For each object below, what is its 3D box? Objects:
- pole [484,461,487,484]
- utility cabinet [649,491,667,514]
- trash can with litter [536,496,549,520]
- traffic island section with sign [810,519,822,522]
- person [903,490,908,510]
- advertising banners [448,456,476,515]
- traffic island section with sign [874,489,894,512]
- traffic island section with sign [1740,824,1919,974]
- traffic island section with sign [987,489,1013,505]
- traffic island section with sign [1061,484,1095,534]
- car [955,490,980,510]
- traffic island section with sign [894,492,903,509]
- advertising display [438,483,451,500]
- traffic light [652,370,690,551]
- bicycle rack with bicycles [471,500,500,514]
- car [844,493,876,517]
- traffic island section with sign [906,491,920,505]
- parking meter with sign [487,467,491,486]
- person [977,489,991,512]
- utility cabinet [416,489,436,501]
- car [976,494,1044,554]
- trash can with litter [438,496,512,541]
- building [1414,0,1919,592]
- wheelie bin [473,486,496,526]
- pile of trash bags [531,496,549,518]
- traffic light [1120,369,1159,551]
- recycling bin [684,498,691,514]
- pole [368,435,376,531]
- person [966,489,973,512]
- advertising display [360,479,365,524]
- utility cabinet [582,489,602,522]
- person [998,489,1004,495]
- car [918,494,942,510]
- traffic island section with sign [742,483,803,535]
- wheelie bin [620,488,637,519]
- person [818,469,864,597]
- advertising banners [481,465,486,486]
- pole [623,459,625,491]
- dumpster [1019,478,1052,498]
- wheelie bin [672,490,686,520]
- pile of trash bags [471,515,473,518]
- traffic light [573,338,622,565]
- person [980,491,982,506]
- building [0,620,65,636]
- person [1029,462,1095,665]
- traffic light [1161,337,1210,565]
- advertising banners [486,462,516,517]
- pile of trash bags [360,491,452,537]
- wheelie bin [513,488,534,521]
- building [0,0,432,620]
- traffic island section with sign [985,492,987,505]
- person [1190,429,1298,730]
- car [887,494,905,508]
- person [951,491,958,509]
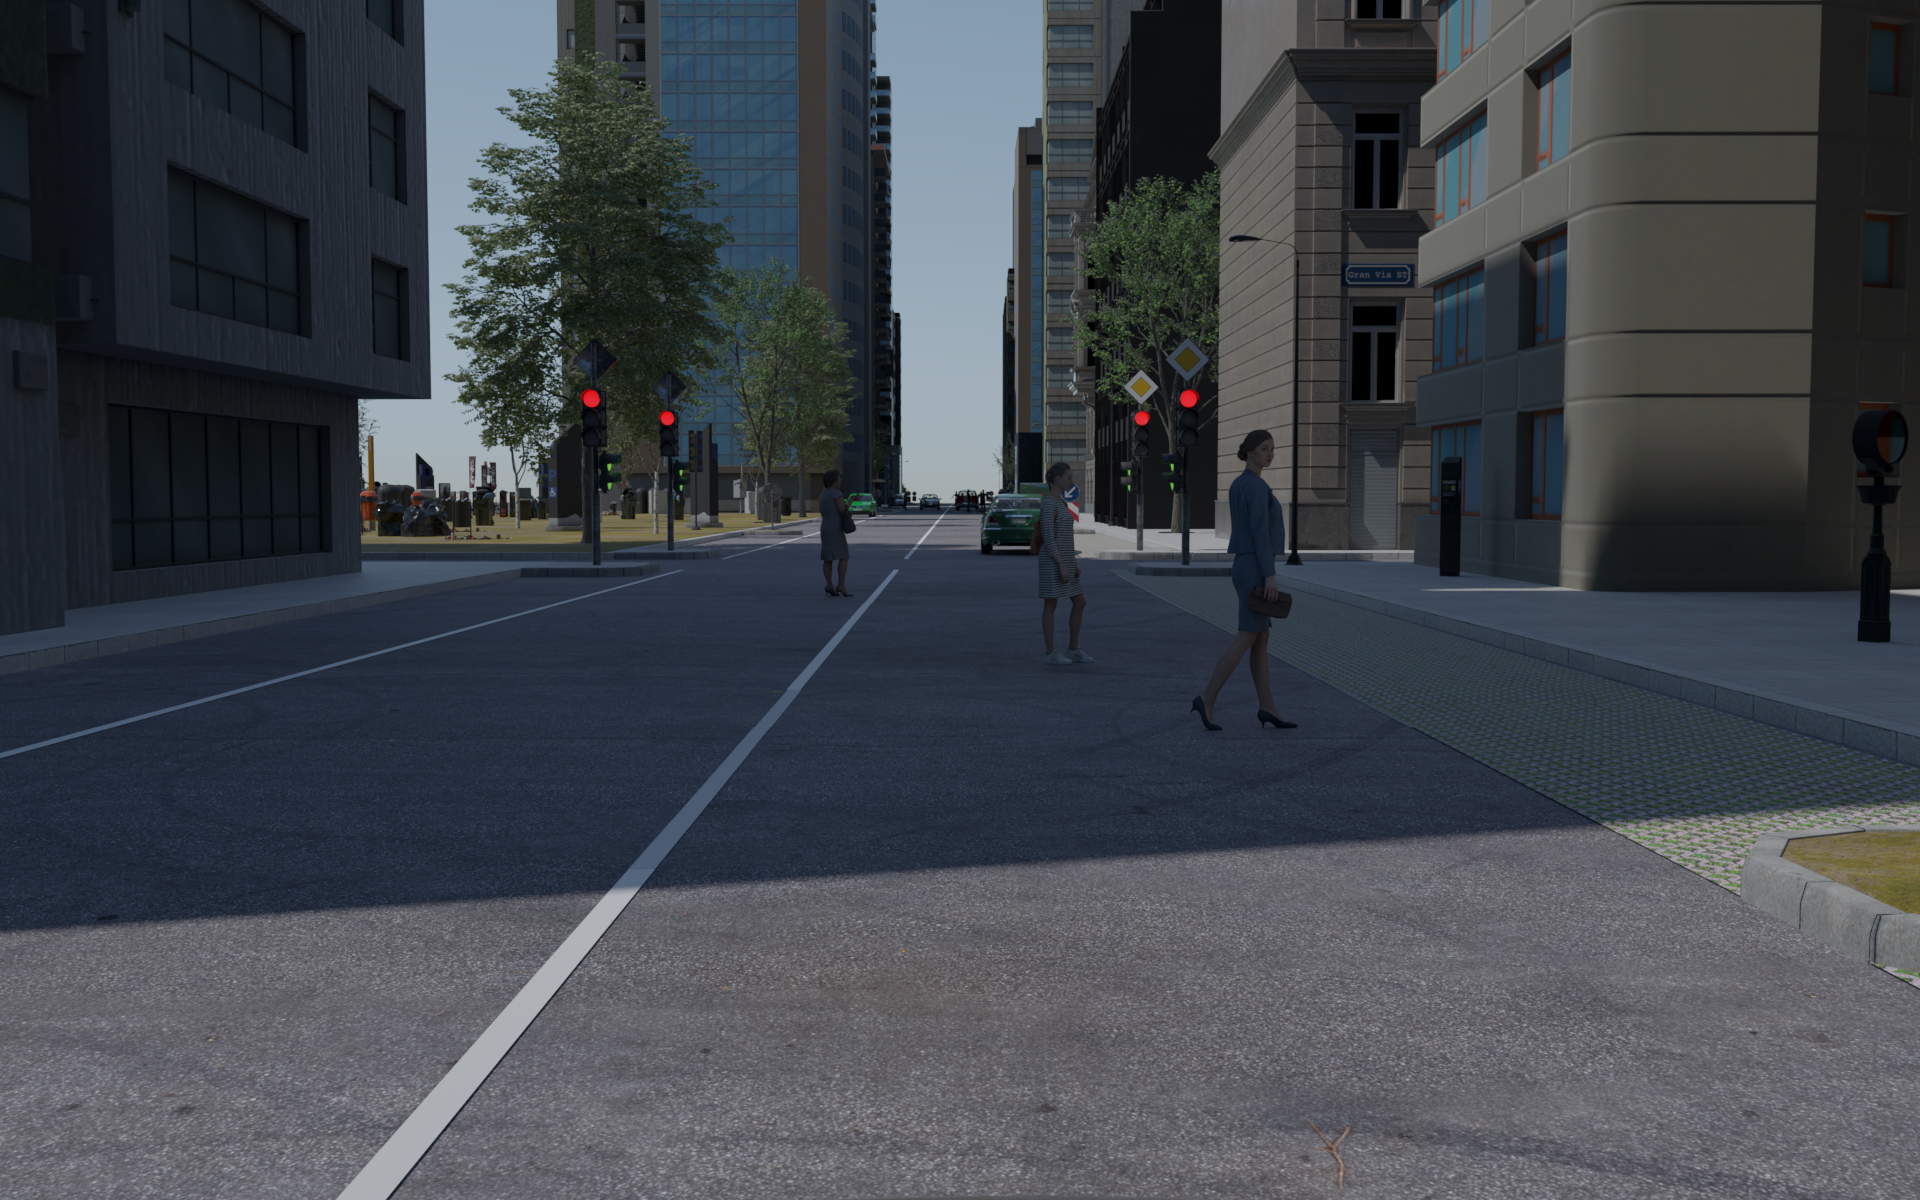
[{"bbox_3d":[-29.468,-6.958,107.611,0.158,3.312,0.155,0,3,0],"label":"pole"},{"bbox_3d":[-19.092,-6.165,109.477,1.173,1.500,0.318,-3,5,-43],"label":"utility cabinet"},{"bbox_3d":[-20.677,-4.600,86.593,1.055,1.170,0.624,1,4,21],"label":"trash can with litter"},{"bbox_3d":[-6.560,-4.871,88.275,1.989,1.847,2.006,0,3,0],"label":"traffic island section with sign"},{"bbox_3d":[-4.785,-8.959,155.508,0.750,1.759,0.617,3,5,44],"label":"person"},{"bbox_3d":[-22.998,-5.130,80.062,2.074,3.025,0.090,3,4,38],"label":"advertising banners"},{"bbox_3d":[-6.536,-7.977,139.051,1.989,1.847,2.006,0,3,0],"label":"traffic island section with sign"},{"bbox_3d":[3.759,0.182,5.657,1.989,1.847,2.006,0,3,0],"label":"traffic island section with sign"},{"bbox_3d":[3.854,-9.645,166.322,1.989,1.847,2.006,0,3,0],"label":"traffic island section with sign"},{"bbox_3d":[3.794,-3.274,62.155,1.989,1.847,2.006,0,3,0],"label":"traffic island section with sign"},{"bbox_3d":[0.654,-8.811,152.725,2.281,1.827,5.304,0,4,0],"label":"car"},{"bbox_3d":[-6.516,-9.646,166.338,1.989,1.847,2.006,0,3,0],"label":"traffic island section with sign"},{"bbox_3d":[-29.800,-5.808,100.175,0.123,1.923,0.974,1,4,21],"label":"advertising display"},{"bbox_3d":[-6.547,-3.074,39.187,0.839,4.253,0.868,0,3,0],"label":"traffic light"},{"bbox_3d":[-29.870,-5.860,109.190,2.925,0.926,2.852,-2,4,-31],"label":"bicycle rack with bicycles"},{"bbox_3d":[-6.244,-6.104,108.599,1.959,1.807,4.718,0,4,1],"label":"car"},{"bbox_3d":[-6.482,-12.992,221.048,1.989,1.847,2.006,0,3,0],"label":"traffic island section with sign"},{"bbox_3d":[-30.747,-7.126,112.769,0.543,3.016,1.738,-2,4,-27],"label":"parking meter with sign"},{"bbox_3d":[1.906,-8.068,140.544,1.348,1.807,0.705,2,4,28],"label":"person"},{"bbox_3d":[-25.563,-4.544,82.970,0.318,1.500,1.173,1,4,20],"label":"utility cabinet"},{"bbox_3d":[1.447,-1.881,42.558,2.131,1.459,4.920,0,4,2],"label":"car"},{"bbox_3d":[-13.650,-2.316,48.924,2.233,1.210,1.678,-3,4,-36],"label":"trash can with litter"},{"bbox_3d":[22.101,-10.489,16.534,27.650,21.520,28.899,0,3,0],"label":"building"},{"bbox_3d":[-19.227,-3.799,70.028,0.980,1.594,0.693,0,4,7],"label":"wheelie bin"},{"bbox_3d":[-23.385,-5.559,100.638,1.912,1.369,3.447,-3,4,-38],"label":"pile of trash bags"},{"bbox_3d":[4.064,-3.075,39.197,0.839,4.253,0.868,0,3,0],"label":"traffic light"},{"bbox_3d":[-17.670,-6.021,110.990,0.722,1.027,0.722,-1,4,-17],"label":"recycling bin"},{"bbox_3d":[-20.484,-4.064,60.288,0.158,3.312,0.155,0,3,0],"label":"pole"},{"bbox_3d":[0.706,-7.776,135.644,0.705,1.822,1.348,1,4,16],"label":"person"},{"bbox_3d":[-25.464,-4.190,73.723,0.123,1.923,0.974,-1,4,-9],"label":"advertising display"},{"bbox_3d":[-16.556,-4.190,77.188,1.173,1.500,0.318,0,4,-7],"label":"utility cabinet"},{"bbox_3d":[2.863,-6.854,120.699,1.348,1.807,0.705,-2,4,-25],"label":"person"},{"bbox_3d":[-2.711,-8.837,156.280,2.131,1.459,4.920,0,4,-1],"label":"car"},{"bbox_3d":[-6.578,-3.201,60.966,1.989,1.847,2.006,0,3,0],"label":"traffic island section with sign"},{"bbox_3d":[-16.770,-4.887,87.804,0.693,1.594,0.980,2,4,25],"label":"wheelie bin"},{"bbox_3d":[-1.644,-0.941,24.241,0.532,1.782,0.716,-3,4,-39],"label":"person"},{"bbox_3d":[-29.066,-6.583,103.813,0.090,3.025,2.074,2,4,32],"label":"advertising banners"},{"bbox_3d":[-19.631,-6.568,101.234,0.158,3.312,0.155,0,3,0],"label":"pole"},{"bbox_3d":[3.962,-4.999,86.680,1.985,2.255,1.502,0,4,0],"label":"dumpster"},{"bbox_3d":[-13.967,-4.746,85.497,0.693,1.594,0.980,-3,4,-37],"label":"wheelie bin"},{"bbox_3d":[-27.373,-5.015,91.749,3.447,1.369,1.912,3,5,42],"label":"pile of trash bags"},{"bbox_3d":[-6.552,-2.586,31.202,0.839,4.253,0.868,0,3,0],"label":"traffic light"},{"bbox_3d":[2.618,-12.518,213.188,0.705,1.822,1.348,-2,4,-32],"label":"person"},{"bbox_3d":[-15.689,-14.513,8.994,14.160,30.474,14.107,0,3,0],"label":"building"},{"bbox_3d":[0.830,-0.312,14.598,0.522,1.701,0.512,1,4,20],"label":"person"},{"bbox_3d":[4.060,-2.587,31.212,0.839,4.253,0.868,0,3,0],"label":"traffic light"},{"bbox_3d":[-25.159,-6.065,95.349,0.090,3.025,2.074,2,4,28],"label":"advertising banners"},{"bbox_3d":[-17.252,-2.659,53.223,3.447,1.369,1.912,2,4,32],"label":"pile of trash bags"},{"bbox_3d":[-21.140,-4.651,83.956,0.980,1.594,0.693,-1,4,-13],"label":"wheelie bin"},{"bbox_3d":[-15.828,-15.459,24.459,14.107,30.474,14.160,0,3,0],"label":"building"},{"bbox_3d":[3.897,-13.045,221.913,1.989,1.847,2.006,0,3,0],"label":"traffic island section with sign"},{"bbox_3d":[1.740,-0.124,10.546,0.654,1.822,0.581,1,4,9],"label":"person"},{"bbox_3d":[-6.301,-9.880,173.542,2.014,1.417,4.499,0,3,0],"label":"car"},{"bbox_3d":[-0.302,-9.709,168.026,1.217,1.735,0.721,2,4,25],"label":"person"}]
